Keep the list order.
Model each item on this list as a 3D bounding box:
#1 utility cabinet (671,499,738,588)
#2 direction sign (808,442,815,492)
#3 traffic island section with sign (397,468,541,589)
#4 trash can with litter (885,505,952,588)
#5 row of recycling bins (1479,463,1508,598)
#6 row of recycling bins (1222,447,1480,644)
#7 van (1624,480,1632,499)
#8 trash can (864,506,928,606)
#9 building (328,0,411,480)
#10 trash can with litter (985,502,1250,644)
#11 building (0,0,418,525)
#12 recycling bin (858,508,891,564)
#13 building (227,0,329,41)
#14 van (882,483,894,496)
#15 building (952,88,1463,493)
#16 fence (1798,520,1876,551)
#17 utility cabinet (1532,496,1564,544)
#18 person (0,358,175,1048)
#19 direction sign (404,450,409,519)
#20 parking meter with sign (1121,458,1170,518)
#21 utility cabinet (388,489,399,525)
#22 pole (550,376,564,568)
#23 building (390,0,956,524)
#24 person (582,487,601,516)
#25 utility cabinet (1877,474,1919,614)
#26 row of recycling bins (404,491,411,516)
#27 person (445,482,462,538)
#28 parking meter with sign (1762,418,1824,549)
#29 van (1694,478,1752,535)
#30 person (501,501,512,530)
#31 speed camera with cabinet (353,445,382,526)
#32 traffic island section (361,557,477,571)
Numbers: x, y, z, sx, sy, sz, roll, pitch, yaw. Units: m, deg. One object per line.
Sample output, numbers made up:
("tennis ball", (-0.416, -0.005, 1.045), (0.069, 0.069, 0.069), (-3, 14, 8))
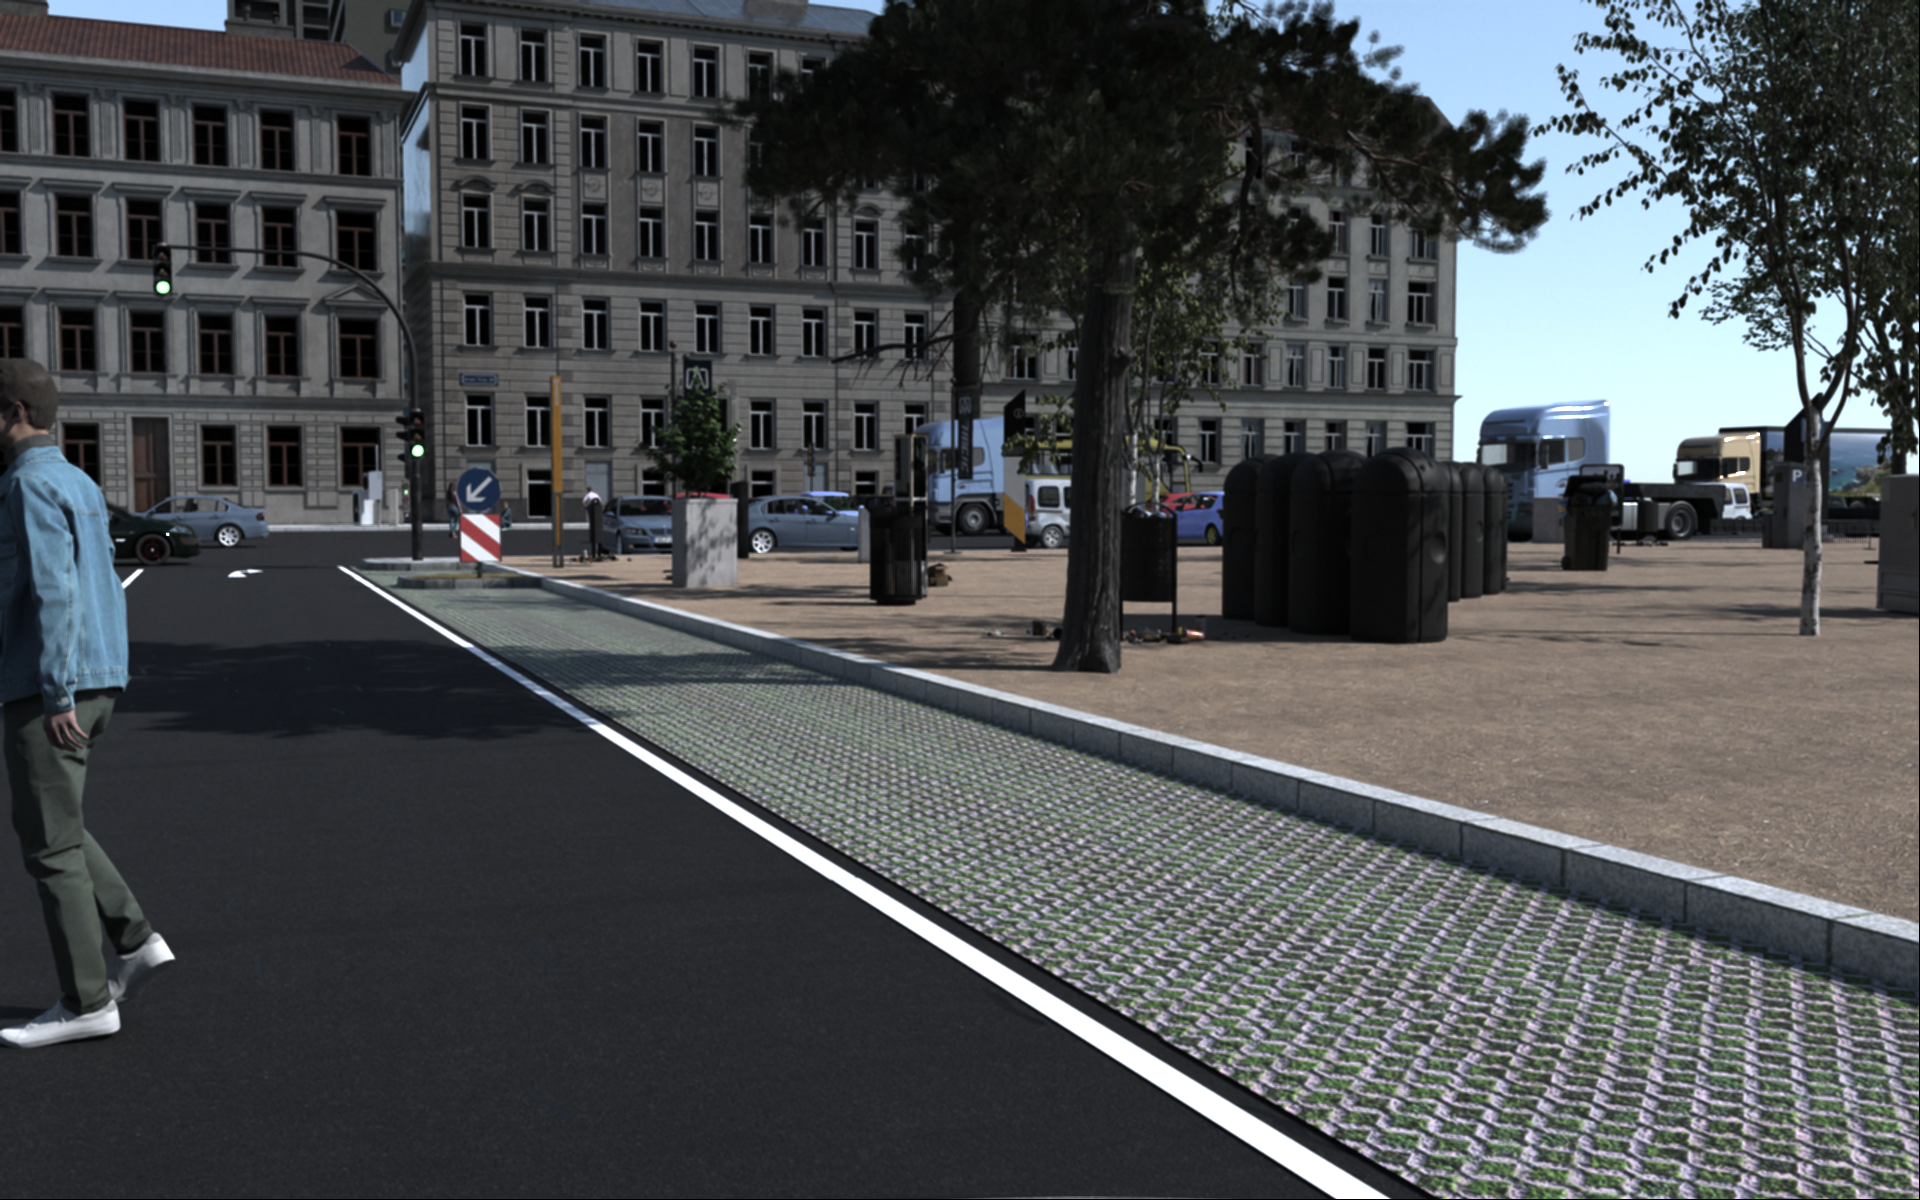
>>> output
("utility cabinet", (-3.552, -0.791, 24.091), (0.306, 1.237, 1.020), (3, 4, 37))
("direction sign", (-6.549, -5.164, 76.432), (0.379, 3.537, 0.876), (1, 4, 13))
("traffic island section with sign", (-7.665, -1.115, 26.866), (1.989, 1.847, 2.006), (-1, 4, -23))
("trash can with litter", (-0.596, -0.765, 23.901), (0.624, 1.170, 1.055), (2, 4, 34))
("row of recycling bins", (6.283, -0.912, 22.017), (1.069, 1.692, 3.534), (2, 4, 28))
("row of recycling bins", (3.467, -0.573, 16.483), (1.069, 1.692, 3.534), (-1, 4, -15))
("van", (25.120, -4.095, 71.334), (5.245, 2.365, 2.240), (-1, 4, -23))
("trash can", (-0.743, -0.516, 20.085), (0.748, 1.137, 0.748), (0, 3, 0))
("building", (-40.677, -31.904, 145.330), (21.300, 48.544, 21.600), (-1, 4, -23))
("trash can with litter", (1.338, -0.267, 15.431), (2.233, 1.210, 1.678), (2, 4, 26))
("building", (-34.664, -14.552, 74.085), (21.152, 22.565, 11.583), (-1, 4, -23))
("recycling bin", (-1.535, -1.207, 32.293), (0.722, 1.027, 0.722), (0, 4, -3))
("building", (-84.878, -48.347, 228.719), (20.611, 71.187, 20.563), (-1, 4, -23))
("van", (-1.001, -3.625, 66.278), (4.112, 2.044, 2.013), (-1, 4, -23))
("building", (11.212, -16.053, 95.757), (30.059, 22.955, 16.112), (-1, 4, -23))
("fence", (20.072, -1.483, 39.630), (2.069, 0.683, 0.278), (-1, 4, -20))
("utility cabinet", (15.465, -2.076, 45.106), (1.020, 1.237, 0.306), (2, 4, 28))
("person", (-2.346, 0.262, 4.559), (0.444, 1.785, 0.601), (0, 4, -4))
("direction sign", (-28.295, -5.926, 88.890), (0.876, 3.537, 0.379), (-1, 4, -8))
("parking meter with sign", (3.476, -2.417, 35.778), (1.738, 3.016, 0.543), (-1, 4, -23))
("utility cabinet", (-23.072, -3.781, 70.496), (0.318, 1.500, 1.173), (-1, 4, -14))
("pole", (-6.983, -2.211, 29.992), (0.158, 3.312, 0.155), (0, 3, 0))
("building", (-13.612, -17.508, 83.518), (25.104, 27.353, 12.463), (-1, 4, -23))
("person", (-13.786, -3.382, 64.731), (0.756, 1.711, 0.436), (-2, 4, -26))
("utility cabinet", (10.220, -0.596, 18.419), (0.318, 1.500, 1.173), (0, 4, 0))
("row of recycling bins", (-31.505, -5.763, 101.333), (3.534, 1.692, 1.069), (0, 4, 1))
("person", (-16.526, -2.938, 56.553), (0.555, 1.821, 0.388), (0, 4, 4))
("parking meter with sign", (19.470, -2.715, 40.645), (0.543, 3.016, 1.738), (0, 4, -5))
("van", (25.861, -3.304, 61.031), (4.112, 2.044, 2.013), (-1, 4, -23))
("person", (-18.004, -3.318, 68.245), (0.738, 1.151, 1.012), (-2, 4, -23))
("speed camera with cabinet", (-23.893, -4.614, 69.774), (0.660, 3.252, 2.038), (-3, 4, -36))
("traffic island section", (-10.475, -0.686, 33.497), (2.009, 0.180, 2.903), (-1, 4, -23))
